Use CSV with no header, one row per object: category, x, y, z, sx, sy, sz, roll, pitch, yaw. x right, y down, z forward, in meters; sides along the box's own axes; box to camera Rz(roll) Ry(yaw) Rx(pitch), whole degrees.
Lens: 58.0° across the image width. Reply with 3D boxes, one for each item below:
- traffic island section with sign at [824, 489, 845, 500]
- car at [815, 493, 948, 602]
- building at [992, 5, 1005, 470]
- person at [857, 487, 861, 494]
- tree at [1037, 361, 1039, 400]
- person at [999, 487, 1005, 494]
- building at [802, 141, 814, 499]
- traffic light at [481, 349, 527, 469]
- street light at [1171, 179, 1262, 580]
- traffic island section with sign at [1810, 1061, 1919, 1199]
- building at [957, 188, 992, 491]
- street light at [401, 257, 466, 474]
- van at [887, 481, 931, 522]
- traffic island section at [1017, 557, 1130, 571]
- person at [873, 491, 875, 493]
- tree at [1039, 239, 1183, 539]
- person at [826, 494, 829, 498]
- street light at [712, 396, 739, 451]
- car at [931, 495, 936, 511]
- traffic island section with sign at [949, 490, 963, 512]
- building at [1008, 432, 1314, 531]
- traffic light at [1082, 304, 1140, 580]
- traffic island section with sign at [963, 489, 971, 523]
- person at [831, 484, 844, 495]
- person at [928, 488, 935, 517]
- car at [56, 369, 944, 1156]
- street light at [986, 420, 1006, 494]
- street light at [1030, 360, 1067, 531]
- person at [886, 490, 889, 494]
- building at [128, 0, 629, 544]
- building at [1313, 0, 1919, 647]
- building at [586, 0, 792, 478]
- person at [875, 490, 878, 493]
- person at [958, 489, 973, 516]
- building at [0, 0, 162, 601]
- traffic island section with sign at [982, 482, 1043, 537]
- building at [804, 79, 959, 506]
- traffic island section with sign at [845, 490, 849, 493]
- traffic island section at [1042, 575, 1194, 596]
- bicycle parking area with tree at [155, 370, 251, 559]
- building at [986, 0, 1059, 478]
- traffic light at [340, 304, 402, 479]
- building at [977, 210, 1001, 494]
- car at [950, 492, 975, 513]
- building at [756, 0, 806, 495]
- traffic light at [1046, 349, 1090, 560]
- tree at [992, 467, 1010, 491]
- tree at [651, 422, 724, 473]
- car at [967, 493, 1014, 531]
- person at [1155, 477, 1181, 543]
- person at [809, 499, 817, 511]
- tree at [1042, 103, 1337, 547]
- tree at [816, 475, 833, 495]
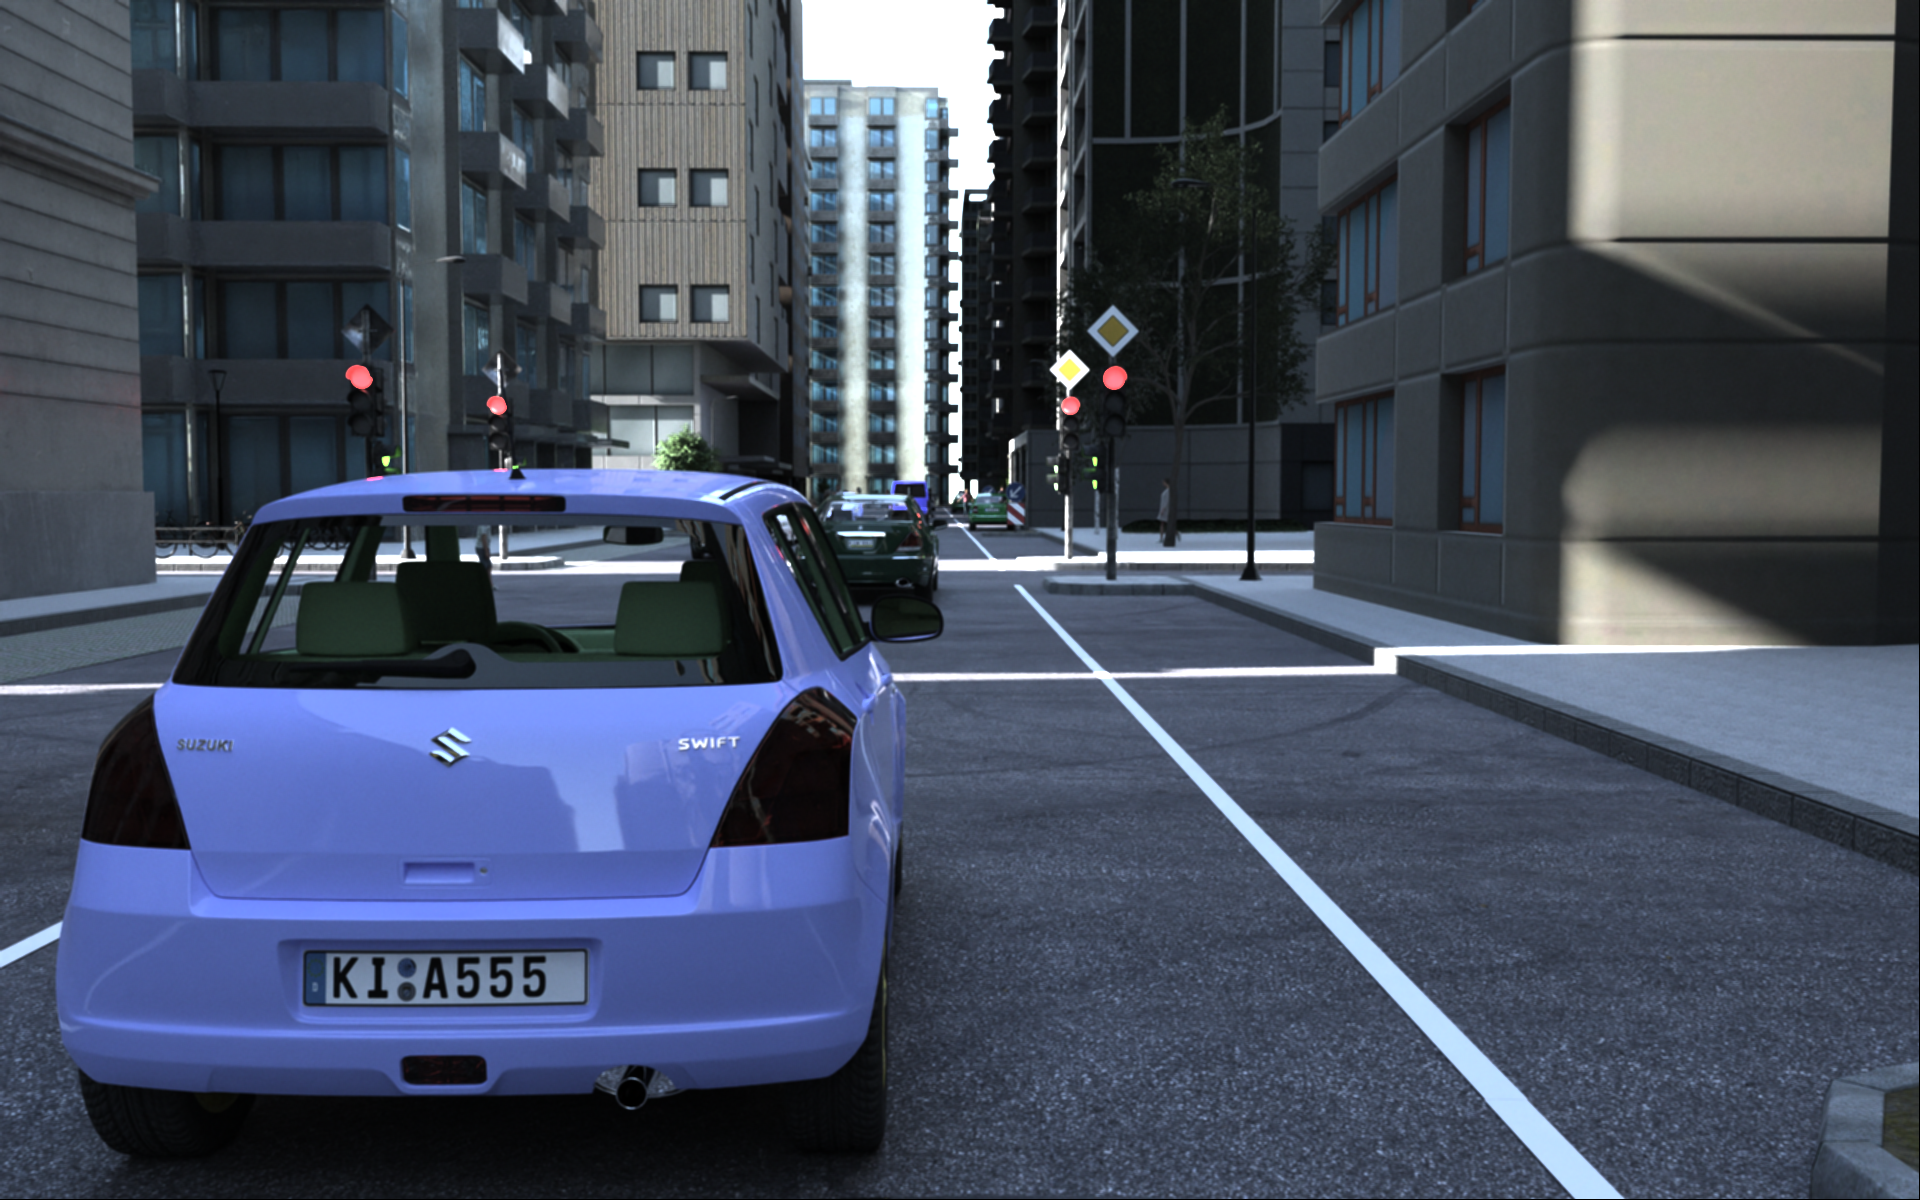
traffic island section with sign,-10.293,-7.778,135.797,1.989,1.847,2.006,0,4,-1
car,-1.244,-0.768,24.348,2.131,1.459,4.920,0,4,1
building,16.762,-34.710,156.740,28.713,52.752,27.495,0,4,-1
person,-5.435,-5.121,92.404,0.526,1.800,0.537,-1,4,-20
tree,4.357,-6.396,54.943,4.360,8.622,3.978,0,3,0
person,2.842,-6.413,111.349,0.683,1.767,0.568,-3,5,-40
building,-26.711,-29.179,168.949,23.993,40.220,32.217,0,4,-1
traffic light,-8.850,-2.730,33.560,0.839,4.253,0.868,0,4,-1
street light,3.802,-3.251,25.698,1.470,5.913,1.316,0,4,-1
traffic island section with sign,2.680,0.347,2.962,1.989,1.847,2.006,0,4,-1
building,11.806,-31.585,208.299,23.993,40.220,32.217,0,4,-1
street light,-10.361,-3.761,34.032,1.470,5.913,1.316,0,4,-1
van,-2.482,-4.930,84.995,2.240,2.365,5.245,0,4,-2
traffic island section,2.149,-0.709,33.875,2.009,0.180,2.903,0,4,-1
person,-9.007,-10.387,178.851,0.721,1.766,1.217,-1,4,-20
tree,4.405,-6.047,49.237,4.360,8.622,3.978,0,3,0
person,-8.855,-6.456,117.281,0.599,1.433,0.991,0,4,-5
street light,-11.210,-6.718,82.379,1.470,5.913,1.316,0,4,-1
car,-3.070,-8.381,149.395,2.083,1.381,4.827,0,4,-2
traffic island section with sign,-0.019,-9.416,162.581,1.989,1.847,2.006,0,4,-1
building,12.681,-38.546,68.476,20.563,71.187,20.611,0,4,-1
traffic light,2.244,-2.254,25.777,0.839,4.253,0.868,0,4,-1
traffic island section with sign,1.279,-4.704,85.546,1.989,1.847,2.006,0,4,-1
person,-4.880,-3.672,68.640,0.679,1.850,0.850,0,4,8
person,-1.922,-5.959,106.207,0.850,1.792,0.678,0,4,-2
car,-1.014,0.277,5.066,1.945,1.707,3.694,0,4,-1
street light,2.295,-8.306,108.348,1.470,5.913,1.316,0,4,-1
street light,3.117,-5.349,60.000,1.470,5.913,1.316,0,4,-1
person,-6.485,-9.046,156.342,1.348,1.831,0.705,0,4,1
building,-24.433,-26.727,56.588,23.786,49.044,30.456,0,4,-1
building,18.861,-10.007,8.661,27.650,21.520,28.899,0,4,-1
building,-27.135,-32.585,122.006,28.713,52.752,27.495,0,4,-1
person,-7.669,-9.292,160.445,0.705,1.822,1.348,2,4,27
person,0.372,-6.331,112.726,1.217,1.743,0.721,-3,4,-36
building,-22.594,-14.086,17.699,23.554,28.519,14.401,0,4,-1
traffic island section with sign,1.739,-3.054,58.561,1.989,1.847,2.006,0,4,-1
building,-15.373,-35.661,202.659,30.456,49.044,23.786,0,4,-1
traffic island section with sign,-10.764,-9.473,163.511,1.989,1.847,2.006,0,4,-1
traffic island section,2.284,-0.221,25.891,2.009,0.180,2.903,0,4,-1
bicycle parking area with tree,-17.077,-3.092,37.554,9.016,4.147,8.231,1,4,14
building,13.169,-28.974,128.351,22.147,44.769,28.867,0,4,-1
traffic light,-8.716,-2.242,25.577,0.839,4.253,0.868,0,4,-1
building,8.729,-24.853,178.050,14.160,30.474,14.107,0,4,-1
car,0.281,-7.517,131.704,1.959,1.807,4.718,0,4,-3
building,-20.260,-30.163,143.283,14.600,45.320,14.200,0,4,-1
traffic light,2.109,-2.742,33.761,0.839,4.253,0.868,0,4,-1
tree,3.215,-7.286,113.724,1.663,3.219,1.824,0,3,0
tree,-12.536,-5.823,78.913,4.285,4.588,4.351,0,3,0
car,1.264,-3.682,69.005,1.959,1.807,4.718,0,4,1
person,5.465,-2.371,45.567,0.760,1.731,0.466,-2,4,-35
person,-3.827,-2.011,45.633,0.306,1.304,0.590,3,5,42
tree,5.346,-6.556,41.607,7.601,10.594,8.767,3,5,39
tree,-13.611,-10.892,172.680,1.663,3.219,1.824,0,3,0
